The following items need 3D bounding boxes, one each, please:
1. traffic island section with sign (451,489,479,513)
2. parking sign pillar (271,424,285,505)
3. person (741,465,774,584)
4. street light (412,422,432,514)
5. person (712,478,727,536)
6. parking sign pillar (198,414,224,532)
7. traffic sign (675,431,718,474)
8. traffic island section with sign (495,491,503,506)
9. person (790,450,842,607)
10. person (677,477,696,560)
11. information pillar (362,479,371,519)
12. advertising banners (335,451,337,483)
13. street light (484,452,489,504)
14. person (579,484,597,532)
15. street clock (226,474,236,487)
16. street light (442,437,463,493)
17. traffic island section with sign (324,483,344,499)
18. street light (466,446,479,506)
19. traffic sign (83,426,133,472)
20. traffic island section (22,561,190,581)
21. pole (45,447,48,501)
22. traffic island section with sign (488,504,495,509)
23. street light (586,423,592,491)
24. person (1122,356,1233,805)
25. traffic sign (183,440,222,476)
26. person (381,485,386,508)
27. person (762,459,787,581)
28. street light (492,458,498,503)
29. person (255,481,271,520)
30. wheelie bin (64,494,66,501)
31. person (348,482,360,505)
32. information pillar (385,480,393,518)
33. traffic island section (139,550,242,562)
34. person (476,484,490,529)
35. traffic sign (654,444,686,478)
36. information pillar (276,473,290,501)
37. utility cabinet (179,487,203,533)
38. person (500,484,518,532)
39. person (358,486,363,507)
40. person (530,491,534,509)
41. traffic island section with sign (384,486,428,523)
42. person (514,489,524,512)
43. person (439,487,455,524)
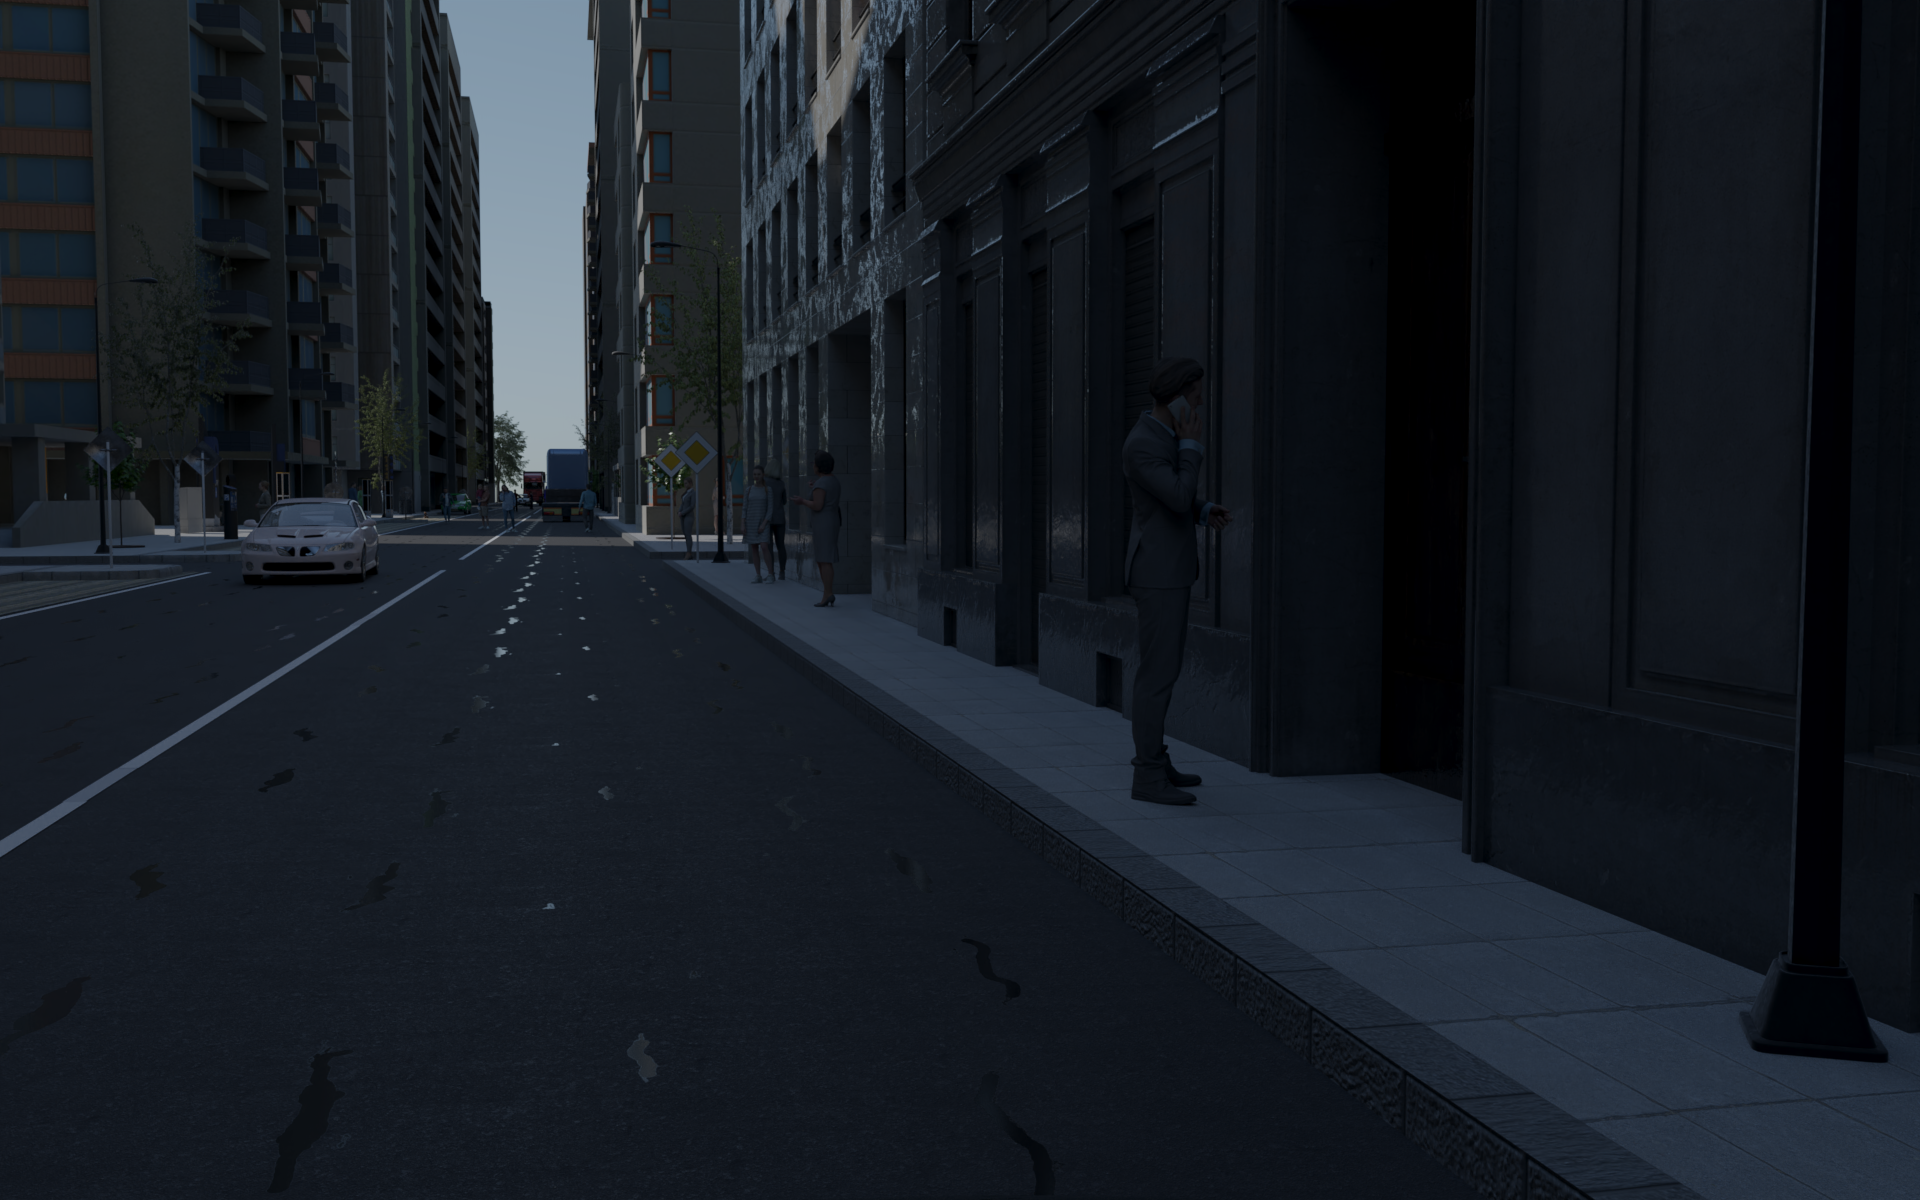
[{"bbox_3d":[-38.748,-7.749,135.327,1.989,1.847,2.006,-1,4,-13],"label":"traffic island section with sign"},{"bbox_3d":[-26.425,-4.809,67.100,1.447,3.967,1.447,-2,4,-24],"label":"parking sign pillar"},{"bbox_3d":[-2.891,-1.094,24.928,0.512,1.701,0.522,1,4,12],"label":"person"},{"bbox_3d":[-34.901,-8.541,112.179,1.470,5.913,1.316,-1,4,-13],"label":"street light"},{"bbox_3d":[-7.435,-2.886,53.571,0.374,1.781,0.599,-2,4,-25],"label":"person"},{"bbox_3d":[-25.541,-4.309,58.925,1.447,3.967,1.447,-1,4,-15],"label":"parking sign pillar"},{"bbox_3d":[-4.854,-1.831,32.128,0.795,2.593,0.064,-1,4,-13],"label":"traffic sign"},{"bbox_3d":[-56.928,-12.630,215.124,1.989,1.847,2.006,-1,4,-13],"label":"traffic island section with sign"},{"bbox_3d":[-1.597,-0.817,19.767,0.532,1.782,0.716,1,4,17],"label":"person"},{"bbox_3d":[-5.807,-1.697,36.515,0.520,1.790,0.573,3,4,38],"label":"person"},{"bbox_3d":[-28.992,-4.901,84.618,0.304,2.012,0.304,0,4,5],"label":"information pillar"},{"bbox_3d":[-25.252,-4.510,69.932,0.090,3.025,2.074,-1,4,-15],"label":"advertising banners"},{"bbox_3d":[-53.394,-13.479,192.920,1.470,5.913,1.316,-1,4,-13],"label":"street light"},{"bbox_3d":[-14.064,-3.487,65.526,0.660,1.820,0.620,-2,4,-31],"label":"person"},{"bbox_3d":[-26.765,-3.611,63.613,0.358,2.002,0.471,-3,5,-41],"label":"street clock"},{"bbox_3d":[-41.364,-10.264,140.356,1.470,5.913,1.316,-1,4,-13],"label":"street light"},{"bbox_3d":[-21.445,-3.105,59.387,1.989,1.847,2.006,-1,4,-13],"label":"traffic island section with sign"},{"bbox_3d":[-47.795,-11.976,168.355,1.470,5.913,1.316,-1,4,-13],"label":"street light"},{"bbox_3d":[-14.701,-1.696,29.913,0.795,2.593,0.064,-1,4,-13],"label":"traffic sign"},{"bbox_3d":[-14.722,-0.471,29.975,2.009,0.180,2.903,-1,4,-13],"label":"traffic island section"},{"bbox_3d":[-33.371,-4.235,63.081,0.158,3.312,0.155,0,3,0],"label":"pole"},{"bbox_3d":[-44.742,-9.357,161.610,1.989,1.847,2.006,-1,4,-13],"label":"traffic island section with sign"},{"bbox_3d":[-23.493,-8.598,113.122,1.470,5.913,1.316,-1,4,-13],"label":"street light"},{"bbox_3d":[0.921,-0.089,7.312,0.447,1.846,0.655,1,4,11],"label":"person"},{"bbox_3d":[-16.475,-2.172,37.699,0.795,2.593,0.064,-1,4,-13],"label":"traffic sign"},{"bbox_3d":[-32.910,-5.686,99.267,0.793,1.790,0.793,0,4,-2],"label":"person"},{"bbox_3d":[-2.834,-1.192,25.712,0.537,1.800,0.526,-1,4,-15],"label":"person"},{"bbox_3d":[-59.842,-15.209,221.200,1.470,5.913,1.316,-1,4,-13],"label":"street light"},{"bbox_3d":[-17.061,-2.041,42.415,0.362,1.759,0.519,-2,4,-27],"label":"person"},{"bbox_3d":[-30.606,-3.192,60.098,0.693,1.594,0.980,0,4,6],"label":"wheelie bin"},{"bbox_3d":[-27.684,-4.455,78.907,0.581,1.822,0.654,3,5,45],"label":"person"},{"bbox_3d":[-30.681,-5.419,93.095,0.304,2.012,0.304,0,4,4],"label":"information pillar"},{"bbox_3d":[-16.497,-0.947,37.761,2.009,0.180,2.903,-1,4,-13],"label":"traffic island section"},{"bbox_3d":[-19.626,-3.843,71.304,0.580,1.828,0.573,-1,4,-16],"label":"person"},{"bbox_3d":[-6.628,-2.307,39.914,0.795,2.593,0.064,-1,4,-13],"label":"traffic sign"},{"bbox_3d":[-23.152,-3.351,59.279,0.304,2.012,0.304,2,4,29],"label":"information pillar"},{"bbox_3d":[-25.075,-2.920,56.414,0.318,1.500,1.173,0,4,-3],"label":"utility cabinet"},{"bbox_3d":[-16.882,-3.427,64.788,0.793,1.790,0.793,3,4,36],"label":"person"},{"bbox_3d":[-36.790,-6.123,106.399,0.529,1.795,0.600,2,4,24],"label":"person"},{"bbox_3d":[-40.194,-9.381,162.683,0.445,1.727,0.742,-1,4,-23],"label":"person"},{"bbox_3d":[-27.543,-4.743,86.181,1.989,1.847,2.006,-1,4,-13],"label":"traffic island section with sign"},{"bbox_3d":[-36.094,-8.080,140.575,1.348,1.831,0.705,-1,4,-23],"label":"person"},{"bbox_3d":[-24.810,-4.577,83.683,0.623,1.781,0.721,-3,5,-44],"label":"person"}]
